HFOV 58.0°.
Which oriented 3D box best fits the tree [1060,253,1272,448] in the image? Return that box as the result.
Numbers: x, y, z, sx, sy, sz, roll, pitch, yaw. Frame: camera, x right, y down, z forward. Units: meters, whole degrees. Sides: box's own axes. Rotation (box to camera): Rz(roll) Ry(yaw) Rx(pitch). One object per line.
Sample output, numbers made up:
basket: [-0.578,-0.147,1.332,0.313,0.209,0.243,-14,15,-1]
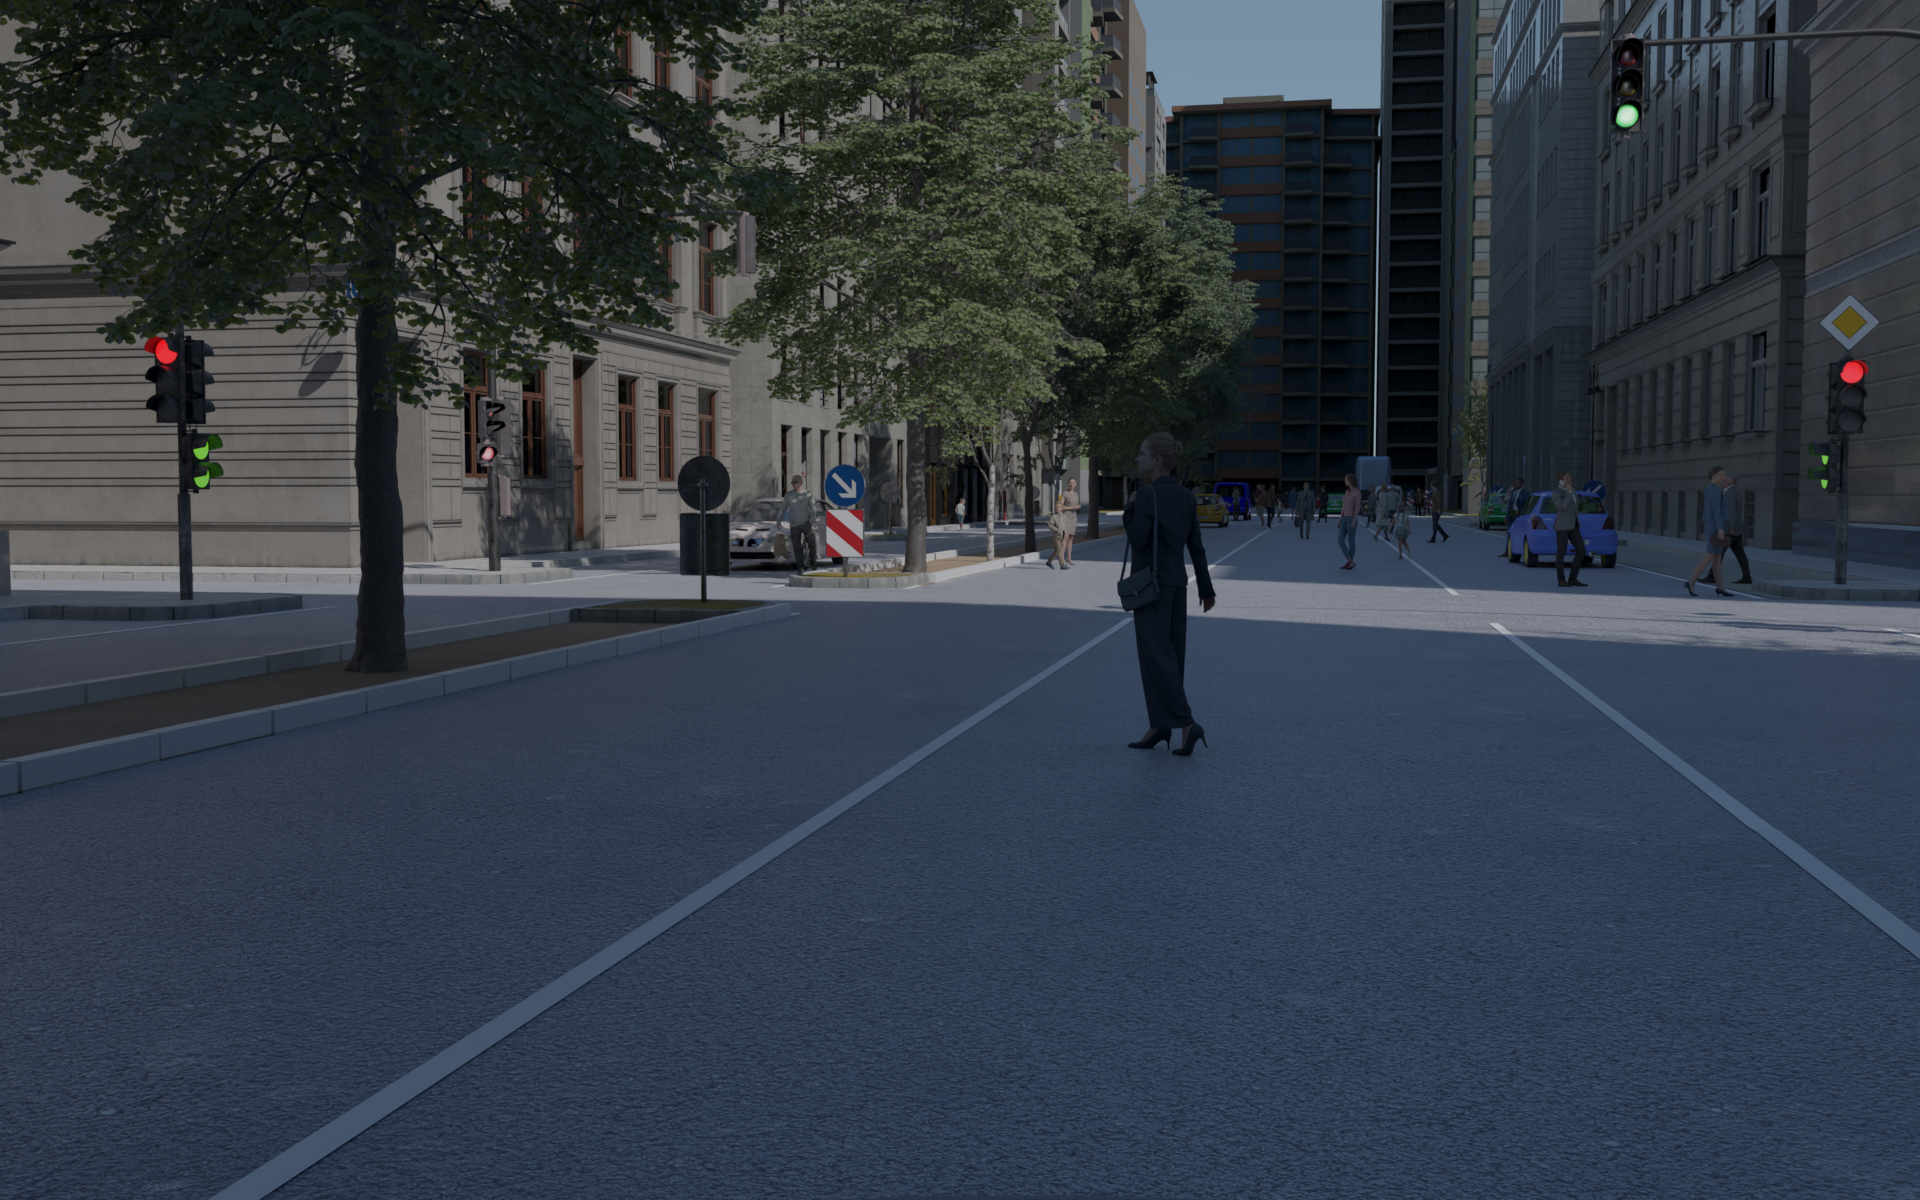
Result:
tree: [9.467,-10.291,81.077,12.009,13.543,11.850,0,3,0]

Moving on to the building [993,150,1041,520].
building: [-2.203,-14.405,90.272,10.420,20.320,16.860,1,4,12]

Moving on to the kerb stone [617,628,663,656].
kerb stone: [-2.981,0.390,15.818,0.120,0.150,1.000,1,4,12]

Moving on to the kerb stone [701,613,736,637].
kerb stone: [-2.560,0.269,17.834,0.120,0.150,1.000,1,4,12]

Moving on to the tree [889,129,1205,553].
tree: [1.814,-6.441,42.172,8.767,10.594,7.601,1,4,12]

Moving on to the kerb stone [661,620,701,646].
kerb stone: [-2.772,0.328,16.830,0.120,0.150,1.000,1,4,12]

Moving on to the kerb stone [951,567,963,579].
kerb stone: [-0.146,-0.439,29.380,0.120,0.150,1.000,1,4,12]

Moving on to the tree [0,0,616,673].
tree: [-4.697,-5.716,14.039,7.486,12.596,7.792,0,3,0]

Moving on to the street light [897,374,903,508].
street light: [-2.186,-5.647,65.111,0.468,5.910,1.993,1,4,12]

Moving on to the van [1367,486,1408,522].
van: [21.861,-4.985,88.510,2.013,2.044,4.112,1,4,13]

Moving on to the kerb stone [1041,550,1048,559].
kerb stone: [1.758,-0.990,38.409,0.120,0.150,1.000,1,4,12]

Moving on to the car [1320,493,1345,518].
car: [22.437,-5.790,103.458,1.959,1.807,4.718,1,4,13]

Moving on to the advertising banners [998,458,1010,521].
advertising banners: [2.143,-5.325,83.248,0.090,3.025,2.074,1,4,17]

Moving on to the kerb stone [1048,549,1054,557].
kerb stone: [1.960,-1.053,39.412,0.120,0.150,1.000,1,4,12]

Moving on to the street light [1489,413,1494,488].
street light: [29.777,-7.595,96.973,0.468,5.910,1.993,1,4,12]

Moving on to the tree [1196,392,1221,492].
tree: [11.491,-8.365,89.583,4.737,8.622,4.395,0,3,0]

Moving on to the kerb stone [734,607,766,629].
kerb stone: [-2.352,0.210,18.835,0.120,0.150,1.000,1,4,12]

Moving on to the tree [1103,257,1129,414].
tree: [2.788,-5.914,49.512,4.360,8.622,3.978,0,3,0]

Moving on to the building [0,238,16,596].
building: [-21.871,-9.419,18.632,19.286,19.102,10.561,1,4,12]

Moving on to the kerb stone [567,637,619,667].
kerb stone: [-3.194,0.452,14.812,0.120,0.150,1.000,1,4,12]

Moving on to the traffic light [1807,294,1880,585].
traffic light: [12.494,-2.176,24.505,0.839,4.253,0.868,1,4,12]

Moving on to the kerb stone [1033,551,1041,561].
kerb stone: [1.546,-0.931,37.409,0.120,0.150,1.000,1,4,12]

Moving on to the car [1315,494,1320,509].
car: [35.131,-9.641,166.672,2.155,1.783,4.494,1,4,12]

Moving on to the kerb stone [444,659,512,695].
kerb stone: [-3.616,0.575,12.812,0.120,0.150,1.000,1,4,12]

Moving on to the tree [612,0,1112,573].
tree: [-0.789,-6.690,29.967,7.486,12.596,7.792,0,3,0]

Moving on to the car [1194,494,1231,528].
car: [10.708,-3.971,75.143,2.015,1.641,3.980,1,4,13]

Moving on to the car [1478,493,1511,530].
car: [21.671,-3.682,68.991,1.959,1.807,4.718,1,4,13]

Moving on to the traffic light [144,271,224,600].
traffic light: [-9.372,-1.956,20.902,0.839,4.253,0.868,1,4,12]

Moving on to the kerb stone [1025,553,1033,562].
kerb stone: [1.336,-0.869,36.402,0.120,0.150,1.000,1,4,12]

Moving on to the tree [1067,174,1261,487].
tree: [7.691,-9.851,70.183,9.857,13.997,8.962,0,3,0]

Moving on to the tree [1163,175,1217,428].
tree: [4.217,-8.236,55.235,7.486,12.596,7.792,0,3,0]

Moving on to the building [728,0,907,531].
building: [-8.711,-12.449,58.292,10.420,20.320,16.860,1,4,12]

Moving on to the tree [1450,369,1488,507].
tree: [31.047,-9.272,101.951,4.737,8.622,4.395,0,3,0]

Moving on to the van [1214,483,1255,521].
van: [15.011,-5.562,95.325,2.240,2.365,5.245,1,4,12]

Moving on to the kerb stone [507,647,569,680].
kerb stone: [-3.406,0.513,13.812,0.120,0.150,1.000,1,4,12]

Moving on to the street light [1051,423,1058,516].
street light: [5.362,-7.838,100.931,0.468,5.910,1.993,1,4,12]

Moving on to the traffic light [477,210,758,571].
traffic light: [-5.666,-3.282,28.323,4.771,5.953,1.251,1,4,12]

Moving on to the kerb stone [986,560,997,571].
kerb stone: [0.489,-0.623,32.389,0.120,0.150,1.000,1,4,12]

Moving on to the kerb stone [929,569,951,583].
kerb stone: [-0.351,-0.378,28.379,0.120,0.150,1.000,1,4,12]

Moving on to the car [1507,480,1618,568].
car: [12.103,-1.551,34.948,1.945,1.707,3.694,1,4,10]

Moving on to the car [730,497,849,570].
car: [-3.496,-1.347,34.389,2.083,1.381,4.827,1,4,11]

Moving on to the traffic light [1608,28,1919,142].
traffic light: [8.788,-2.588,16.979,4.771,5.953,1.251,1,4,12]

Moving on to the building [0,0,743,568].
building: [-13.395,-12.456,39.820,11.583,22.565,21.152,1,4,12]

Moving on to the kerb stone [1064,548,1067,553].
kerb stone: [2.384,-1.171,41.412,0.120,0.150,1.000,1,4,12]

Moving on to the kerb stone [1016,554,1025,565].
kerb stone: [1.127,-0.806,35.401,0.120,0.150,1.000,1,4,12]

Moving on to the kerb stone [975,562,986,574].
kerb stone: [0.274,-0.553,31.382,0.120,0.150,1.000,1,4,12]

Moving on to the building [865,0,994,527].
building: [-6.078,-14.963,74.318,12.332,23.373,15.834,1,4,12]

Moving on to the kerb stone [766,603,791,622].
kerb stone: [-2.139,0.144,19.834,0.120,0.150,1.000,1,4,12]

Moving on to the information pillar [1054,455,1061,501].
information pillar: [5.799,-6.818,102.837,0.504,3.616,0.183,-2,4,-34]

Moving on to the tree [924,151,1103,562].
tree: [0.668,-5.104,36.270,4.360,8.622,3.978,0,3,0]

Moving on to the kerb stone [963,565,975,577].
kerb stone: [0.064,-0.501,30.381,0.120,0.150,1.000,1,4,12]

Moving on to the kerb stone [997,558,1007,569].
kerb stone: [0.706,-0.685,33.392,0.120,0.150,1.000,1,4,12]

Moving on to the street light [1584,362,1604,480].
street light: [22.183,-5.380,60.745,0.468,5.910,1.993,1,4,12]

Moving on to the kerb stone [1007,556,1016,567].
kerb stone: [0.917,-0.746,34.396,0.120,0.150,1.000,1,4,12]

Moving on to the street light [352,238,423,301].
street light: [-9.674,-3.461,29.374,0.468,5.910,1.993,1,4,12]

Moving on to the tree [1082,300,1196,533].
tree: [6.087,-6.737,62.971,4.737,8.622,4.395,0,3,0]
